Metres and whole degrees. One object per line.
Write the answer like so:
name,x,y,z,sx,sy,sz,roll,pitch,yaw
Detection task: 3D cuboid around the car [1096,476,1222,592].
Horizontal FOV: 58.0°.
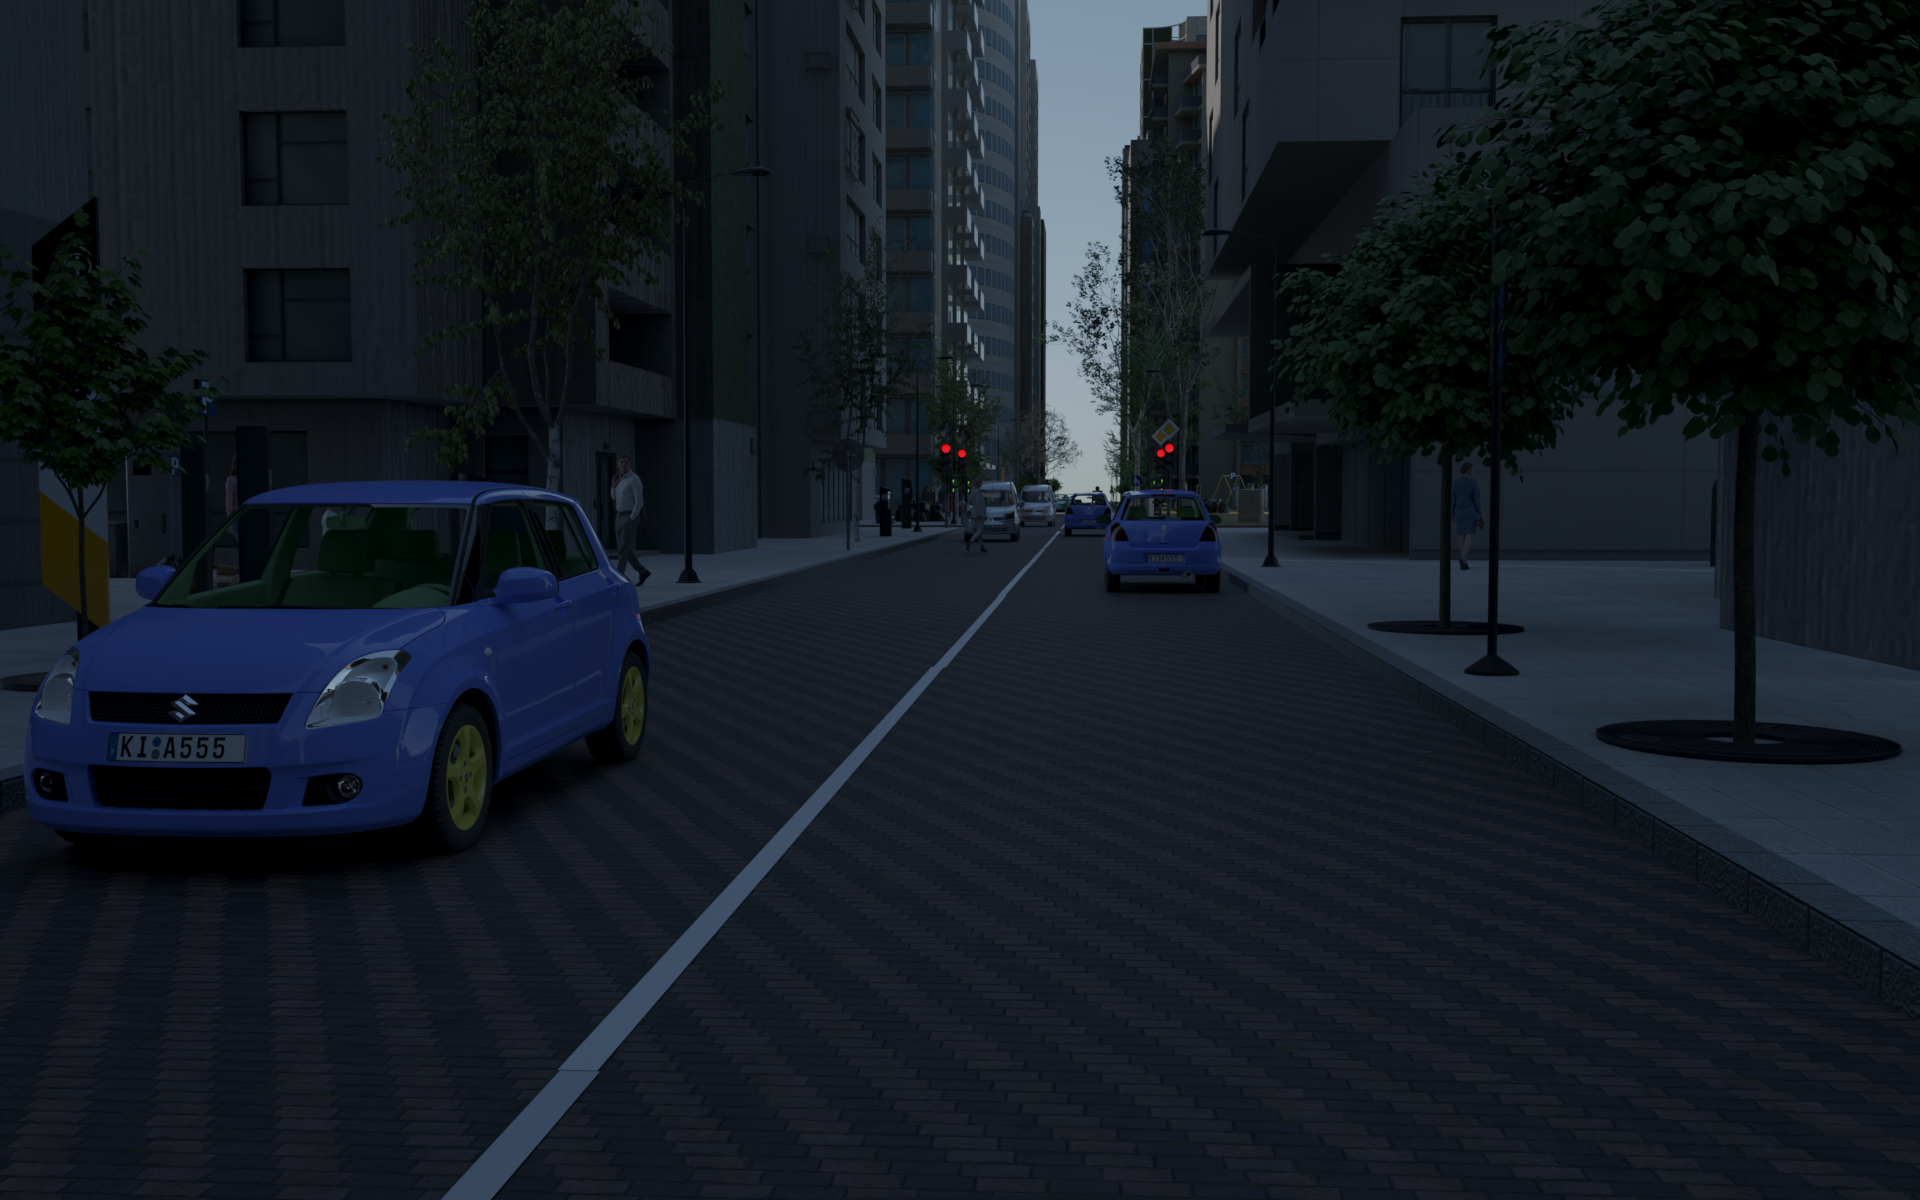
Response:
car,3.057,-1.038,26.562,1.945,1.707,3.694,0,4,4

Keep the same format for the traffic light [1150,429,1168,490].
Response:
traffic light,8.364,-5.107,72.425,0.839,4.253,0.868,0,4,4

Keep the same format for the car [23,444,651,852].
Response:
car,-2.694,0.091,8.107,1.945,1.707,3.694,0,4,5

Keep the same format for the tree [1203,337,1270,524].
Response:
tree,12.746,-7.595,74.543,4.360,8.622,3.978,0,3,0

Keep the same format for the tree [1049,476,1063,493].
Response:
tree,16.526,-19.794,307.352,4.285,4.588,4.351,0,3,0

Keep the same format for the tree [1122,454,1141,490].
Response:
tree,14.966,-9.720,142.641,4.285,4.588,4.351,0,3,0

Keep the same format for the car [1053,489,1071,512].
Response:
car,6.762,-6.772,119.513,1.959,1.807,4.718,0,4,5

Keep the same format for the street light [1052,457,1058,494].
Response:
street light,12.337,-15.879,232.162,1.470,5.913,1.316,0,4,4

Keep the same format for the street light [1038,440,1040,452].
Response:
street light,6.155,-10.824,149.521,1.470,5.913,1.316,0,4,4

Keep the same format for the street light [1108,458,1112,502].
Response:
street light,17.177,-13.280,189.666,1.470,5.913,1.316,0,4,4

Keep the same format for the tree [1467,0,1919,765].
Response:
tree,4.117,-1.533,8.786,4.285,4.588,4.351,0,3,0

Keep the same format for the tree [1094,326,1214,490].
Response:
tree,11.726,-11.049,106.404,9.928,11.665,9.643,0,3,0

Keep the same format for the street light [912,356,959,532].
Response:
street light,-0.894,-5.248,58.342,1.470,5.913,1.316,0,4,4

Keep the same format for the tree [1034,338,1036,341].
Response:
tree,12.356,-16.783,130.294,12.611,20.169,13.585,0,3,0

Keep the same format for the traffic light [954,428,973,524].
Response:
traffic light,0.126,-5.145,73.036,0.839,4.253,0.868,0,4,4

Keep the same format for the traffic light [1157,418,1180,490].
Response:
traffic light,7.756,-4.620,64.463,0.839,4.253,0.868,0,4,4

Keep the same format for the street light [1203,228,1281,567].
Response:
street light,4.946,-3.540,30.423,1.470,5.913,1.316,0,4,4

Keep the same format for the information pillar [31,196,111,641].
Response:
information pillar,-6.996,-1.365,13.667,0.504,3.616,0.183,-1,4,-15

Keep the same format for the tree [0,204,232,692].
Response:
tree,-5.786,-1.044,11.669,1.663,3.219,1.824,0,3,0

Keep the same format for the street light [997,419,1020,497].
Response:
street light,2.898,-8.216,106.870,1.470,5.913,1.316,0,4,4

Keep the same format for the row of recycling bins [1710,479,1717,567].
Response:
row of recycling bins,15.050,-1.445,30.745,3.534,1.692,1.069,0,4,-7

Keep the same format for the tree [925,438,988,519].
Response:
tree,-0.171,-6.550,90.798,4.285,4.588,4.351,0,3,0

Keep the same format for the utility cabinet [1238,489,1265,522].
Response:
utility cabinet,13.100,-4.237,77.953,1.173,1.500,0.318,3,4,38

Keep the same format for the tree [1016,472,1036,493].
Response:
tree,5.442,-9.589,151.387,1.663,3.219,1.824,0,3,0

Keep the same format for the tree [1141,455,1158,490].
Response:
tree,4.679,-1.991,16.270,4.285,4.588,4.351,0,3,0

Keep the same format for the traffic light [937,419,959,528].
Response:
traffic light,-0.483,-4.658,65.074,0.839,4.253,0.868,0,4,4

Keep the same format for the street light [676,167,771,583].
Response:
street light,-3.382,-3.196,24.801,1.470,5.913,1.316,0,4,4

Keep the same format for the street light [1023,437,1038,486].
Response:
street light,5.348,-10.267,140.413,1.470,5.913,1.316,0,4,4

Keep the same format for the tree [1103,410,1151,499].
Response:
tree,14.741,-12.240,150.492,4.737,8.622,4.395,0,3,0

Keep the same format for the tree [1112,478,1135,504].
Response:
tree,16.884,-11.049,175.258,1.663,3.219,1.824,0,3,0

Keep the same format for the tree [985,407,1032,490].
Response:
tree,4.253,-11.902,144.959,4.360,8.622,3.978,0,3,0

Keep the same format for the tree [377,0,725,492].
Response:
tree,-4.578,-4.212,19.233,4.737,8.622,4.395,0,3,0

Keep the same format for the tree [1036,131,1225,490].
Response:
tree,11.864,-14.251,88.900,12.611,20.169,13.585,0,3,0

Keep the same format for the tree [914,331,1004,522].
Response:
tree,-0.102,-7.807,78.003,4.737,8.622,4.395,0,3,0

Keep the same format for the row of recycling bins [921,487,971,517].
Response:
row of recycling bins,-0.447,-5.482,96.746,3.534,1.692,1.069,1,4,13

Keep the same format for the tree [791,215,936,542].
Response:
tree,-2.746,-5.888,46.637,4.360,8.622,3.978,0,3,0

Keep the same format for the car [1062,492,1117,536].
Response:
car,4.488,-3.092,60.148,1.945,1.707,3.694,0,4,5

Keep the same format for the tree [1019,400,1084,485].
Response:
tree,10.925,-19.242,224.972,12.009,13.543,11.850,0,3,0

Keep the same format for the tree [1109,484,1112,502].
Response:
tree,21.426,-14.421,230.385,1.663,3.219,1.824,0,3,0

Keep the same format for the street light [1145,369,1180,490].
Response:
street light,7.585,-5.622,64.463,1.470,5.913,1.316,0,4,4

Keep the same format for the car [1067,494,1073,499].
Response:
car,13.686,-12.727,217.671,1.945,1.707,3.694,0,4,4

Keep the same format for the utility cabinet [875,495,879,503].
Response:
utility cabinet,-4.746,-5.076,94.158,0.306,1.237,1.020,3,5,39

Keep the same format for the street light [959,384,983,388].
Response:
street light,0.272,-6.146,73.029,1.470,5.913,1.316,0,4,4

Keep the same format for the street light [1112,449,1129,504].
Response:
street light,14.633,-11.219,155.973,1.470,5.913,1.316,0,4,4

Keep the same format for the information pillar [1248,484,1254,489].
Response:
information pillar,20.633,-7.240,122.869,0.304,2.012,0.304,-2,4,-35

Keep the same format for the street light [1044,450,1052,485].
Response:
street light,8.660,-12.886,183.222,1.470,5.913,1.316,0,4,4
